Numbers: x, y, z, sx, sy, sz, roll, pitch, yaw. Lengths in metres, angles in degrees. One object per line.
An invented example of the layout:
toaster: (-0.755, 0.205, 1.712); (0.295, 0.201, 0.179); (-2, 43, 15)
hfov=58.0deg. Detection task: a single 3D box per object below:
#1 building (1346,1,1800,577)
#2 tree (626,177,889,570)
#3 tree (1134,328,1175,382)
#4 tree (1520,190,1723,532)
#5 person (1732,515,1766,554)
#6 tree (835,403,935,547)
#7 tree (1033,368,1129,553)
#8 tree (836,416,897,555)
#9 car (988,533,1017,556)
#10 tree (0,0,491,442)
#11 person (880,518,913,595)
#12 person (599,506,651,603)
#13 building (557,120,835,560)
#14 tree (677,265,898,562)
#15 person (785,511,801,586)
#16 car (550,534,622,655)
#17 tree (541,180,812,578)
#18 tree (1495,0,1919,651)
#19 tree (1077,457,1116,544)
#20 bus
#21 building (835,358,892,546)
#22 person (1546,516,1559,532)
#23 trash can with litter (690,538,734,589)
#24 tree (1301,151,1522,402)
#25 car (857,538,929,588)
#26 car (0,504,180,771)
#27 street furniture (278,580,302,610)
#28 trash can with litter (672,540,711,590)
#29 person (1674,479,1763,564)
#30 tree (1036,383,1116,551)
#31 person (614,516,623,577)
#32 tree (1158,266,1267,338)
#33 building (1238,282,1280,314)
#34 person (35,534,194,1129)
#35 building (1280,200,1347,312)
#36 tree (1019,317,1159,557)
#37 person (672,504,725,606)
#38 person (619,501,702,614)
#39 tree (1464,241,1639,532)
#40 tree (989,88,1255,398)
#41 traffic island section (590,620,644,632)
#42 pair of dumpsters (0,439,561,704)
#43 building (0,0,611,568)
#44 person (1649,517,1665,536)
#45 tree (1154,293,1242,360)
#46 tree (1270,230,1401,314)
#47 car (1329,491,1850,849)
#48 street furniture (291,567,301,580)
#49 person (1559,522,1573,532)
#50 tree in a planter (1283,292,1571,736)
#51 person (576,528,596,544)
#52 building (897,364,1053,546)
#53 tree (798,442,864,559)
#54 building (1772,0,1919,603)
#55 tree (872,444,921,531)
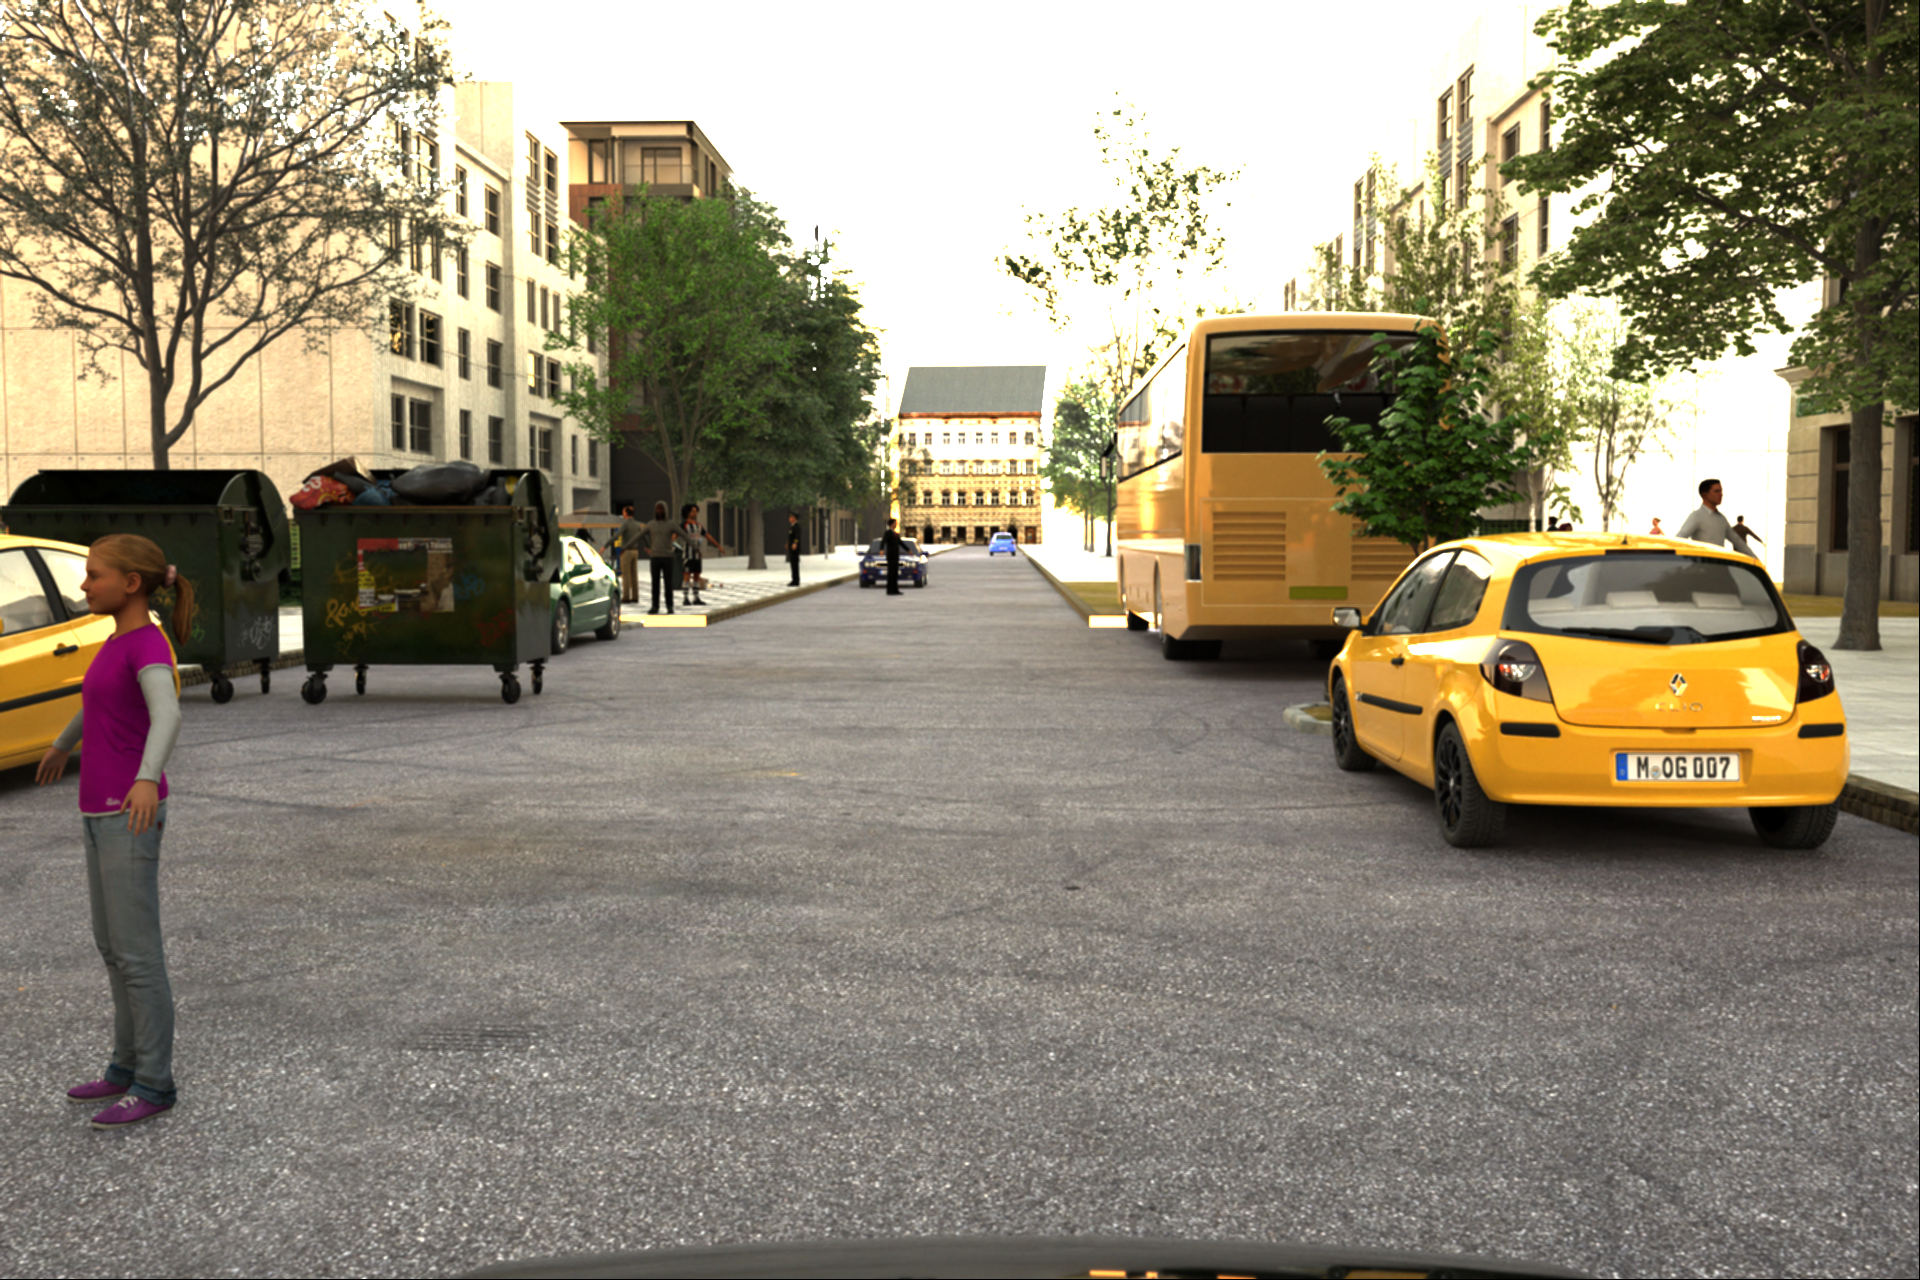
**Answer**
building: (26.185, -12.224, 66.313); (16.747, 18.905, 31.486); (0, 4, 2)
tree: (-7.351, -9.517, 62.252); (9.857, 13.997, 8.962); (0, 3, 0)
tree: (7.585, -6.890, 63.018); (4.360, 8.622, 3.978); (0, 3, 0)
tree: (14.004, -5.365, 38.081); (4.360, 8.622, 3.978); (0, 3, 0)
person: (21.976, -2.608, 48.786); (1.346, 1.812, 0.704); (3, 5, 43)
tree: (-6.315, -11.612, 124.265); (8.767, 10.594, 7.601); (-2, 4, -25)
tree: (8.838, -12.277, 118.850); (7.486, 12.596, 7.792); (0, 3, 0)
tree: (-6.127, -9.509, 105.834); (4.737, 8.622, 4.395); (0, 3, 0)
car: (2.815, -6.424, 114.623); (1.945, 1.707, 3.694); (0, 4, 1)
tree: (-11.735, -7.038, 25.440); (12.009, 13.543, 11.850); (0, 3, 0)
person: (-1.553, -1.965, 40.767); (0.705, 1.806, 1.347); (2, 4, 30)
person: (-6.173, -1.586, 32.208); (0.705, 1.796, 1.348); (2, 4, 31)
building: (-23.051, -15.807, 102.422); (27.936, 21.610, 32.646); (0, 4, 2)
tree: (-7.712, -10.503, 78.379); (9.857, 13.997, 8.962); (0, 3, 0)
person: (-4.108, -2.248, 42.695); (0.705, 1.837, 1.347); (-1, 4, -13)
car: (-5.602, -0.632, 22.130); (2.131, 1.459, 4.920); (0, 4, 1)
tree: (-8.198, -7.622, 50.381); (9.928, 11.665, 9.643); (0, 3, 0)
tree: (10.037, -6.187, 19.281); (7.486, 12.596, 7.792); (0, 3, 0)
tree: (18.923, -19.184, 220.315); (9.857, 13.997, 8.962); (0, 3, 0)
bus: (3.582, -1.896, 22.550); (2.896, 3.916, 12.252); (0, 4, 2)
building: (-22.973, -21.749, 199.563); (27.936, 21.610, 32.646); (0, 4, 2)
person: (15.094, -2.305, 44.408); (1.216, 1.740, 0.721); (-2, 4, -34)
trash can with litter: (-6.182, -1.877, 41.746); (1.678, 1.210, 2.233); (0, 4, 1)
tree: (8.633, -5.027, 32.546); (4.737, 8.622, 4.395); (0, 3, 0)
car: (-1.799, -2.130, 47.406); (1.945, 1.354, 3.894); (0, 4, 1)
car: (-5.928, 0.043, 9.513); (2.015, 1.641, 3.980); (0, 4, 1)
street furniture: (-11.736, -1.067, 33.077); (5.734, 0.657, 10.072); (-2, 4, -26)
trash can with litter: (-6.247, -1.736, 39.775); (1.055, 1.170, 0.624); (0, 4, 2)
person: (7.215, -0.641, 16.634); (1.344, 1.810, 0.704); (-2, 4, -29)
tree: (9.140, -12.953, 129.904); (7.486, 12.596, 7.792); (0, 3, 0)
person: (-10.126, -2.805, 51.824); (0.705, 1.833, 1.349); (0, 4, 4)
tree: (7.105, -6.013, 48.668); (4.737, 8.622, 4.395); (0, 3, 0)
building: (28.378, -19.396, 148.049); (19.493, 23.208, 18.063); (0, 4, 2)
person: (-2.117, 0.456, 4.267); (0.599, 1.433, 0.991); (-3, 4, -39)
building: (29.037, -14.242, 99.314); (16.747, 18.905, 31.486); (0, 4, 2)
tree: (8.551, -11.448, 97.552); (12.009, 13.543, 11.850); (0, 3, 0)
person: (-4.808, -1.530, 31.154); (0.704, 1.843, 1.345); (3, 5, 43)
person: (-4.804, -1.329, 27.853); (1.348, 1.813, 0.705); (0, 4, 3)
tree: (14.731, -5.709, 43.705); (4.737, 8.622, 4.395); (0, 3, 0)
tree: (6.941, -13.506, 76.717); (12.611, 20.169, 13.585); (0, 3, 0)
traffic island section: (-5.895, -0.212, 26.337); (1.991, 0.108, 1.994); (0, 4, 2)
pair of dumpsters: (-5.814, -0.615, 15.004); (4.436, 2.255, 1.574); (0, 4, 2)
building: (-25.759, -12.336, 68.146); (16.747, 18.905, 31.486); (0, 4, 2)
person: (18.611, -2.432, 46.560); (0.721, 1.733, 1.217); (-1, 4, -13)
tree: (7.753, -6.344, 54.089); (4.737, 8.622, 4.395); (0, 3, 0)
tree: (9.302, -5.629, 42.400); (4.360, 8.622, 3.978); (0, 3, 0)
car: (3.115, 0.056, 9.316); (2.015, 1.641, 3.980); (0, 4, 1)
street furniture: (-14.441, -1.835, 45.621); (5.734, 0.657, 10.072); (0, 4, 7)
person: (8.188, -0.862, 23.302); (0.989, 1.438, 0.599); (-2, 4, -32)
tree in a planter: (3.472, -0.957, 12.865); (1.991, 3.239, 1.994); (0, 4, 2)
person: (-13.438, -3.410, 61.947); (0.705, 1.806, 1.347); (1, 4, 18)
building: (2.329, -23.863, 223.548); (18.063, 23.208, 19.493); (0, 4, 7)
tree: (-6.967, -8.515, 89.586); (4.360, 8.622, 3.978); (0, 3, 0)
building: (25.259, -14.603, 15.182); (17.030, 29.872, 44.131); (0, 4, 1)
tree: (-5.714, -11.142, 132.534); (4.360, 8.622, 3.978); (0, 3, 0)
